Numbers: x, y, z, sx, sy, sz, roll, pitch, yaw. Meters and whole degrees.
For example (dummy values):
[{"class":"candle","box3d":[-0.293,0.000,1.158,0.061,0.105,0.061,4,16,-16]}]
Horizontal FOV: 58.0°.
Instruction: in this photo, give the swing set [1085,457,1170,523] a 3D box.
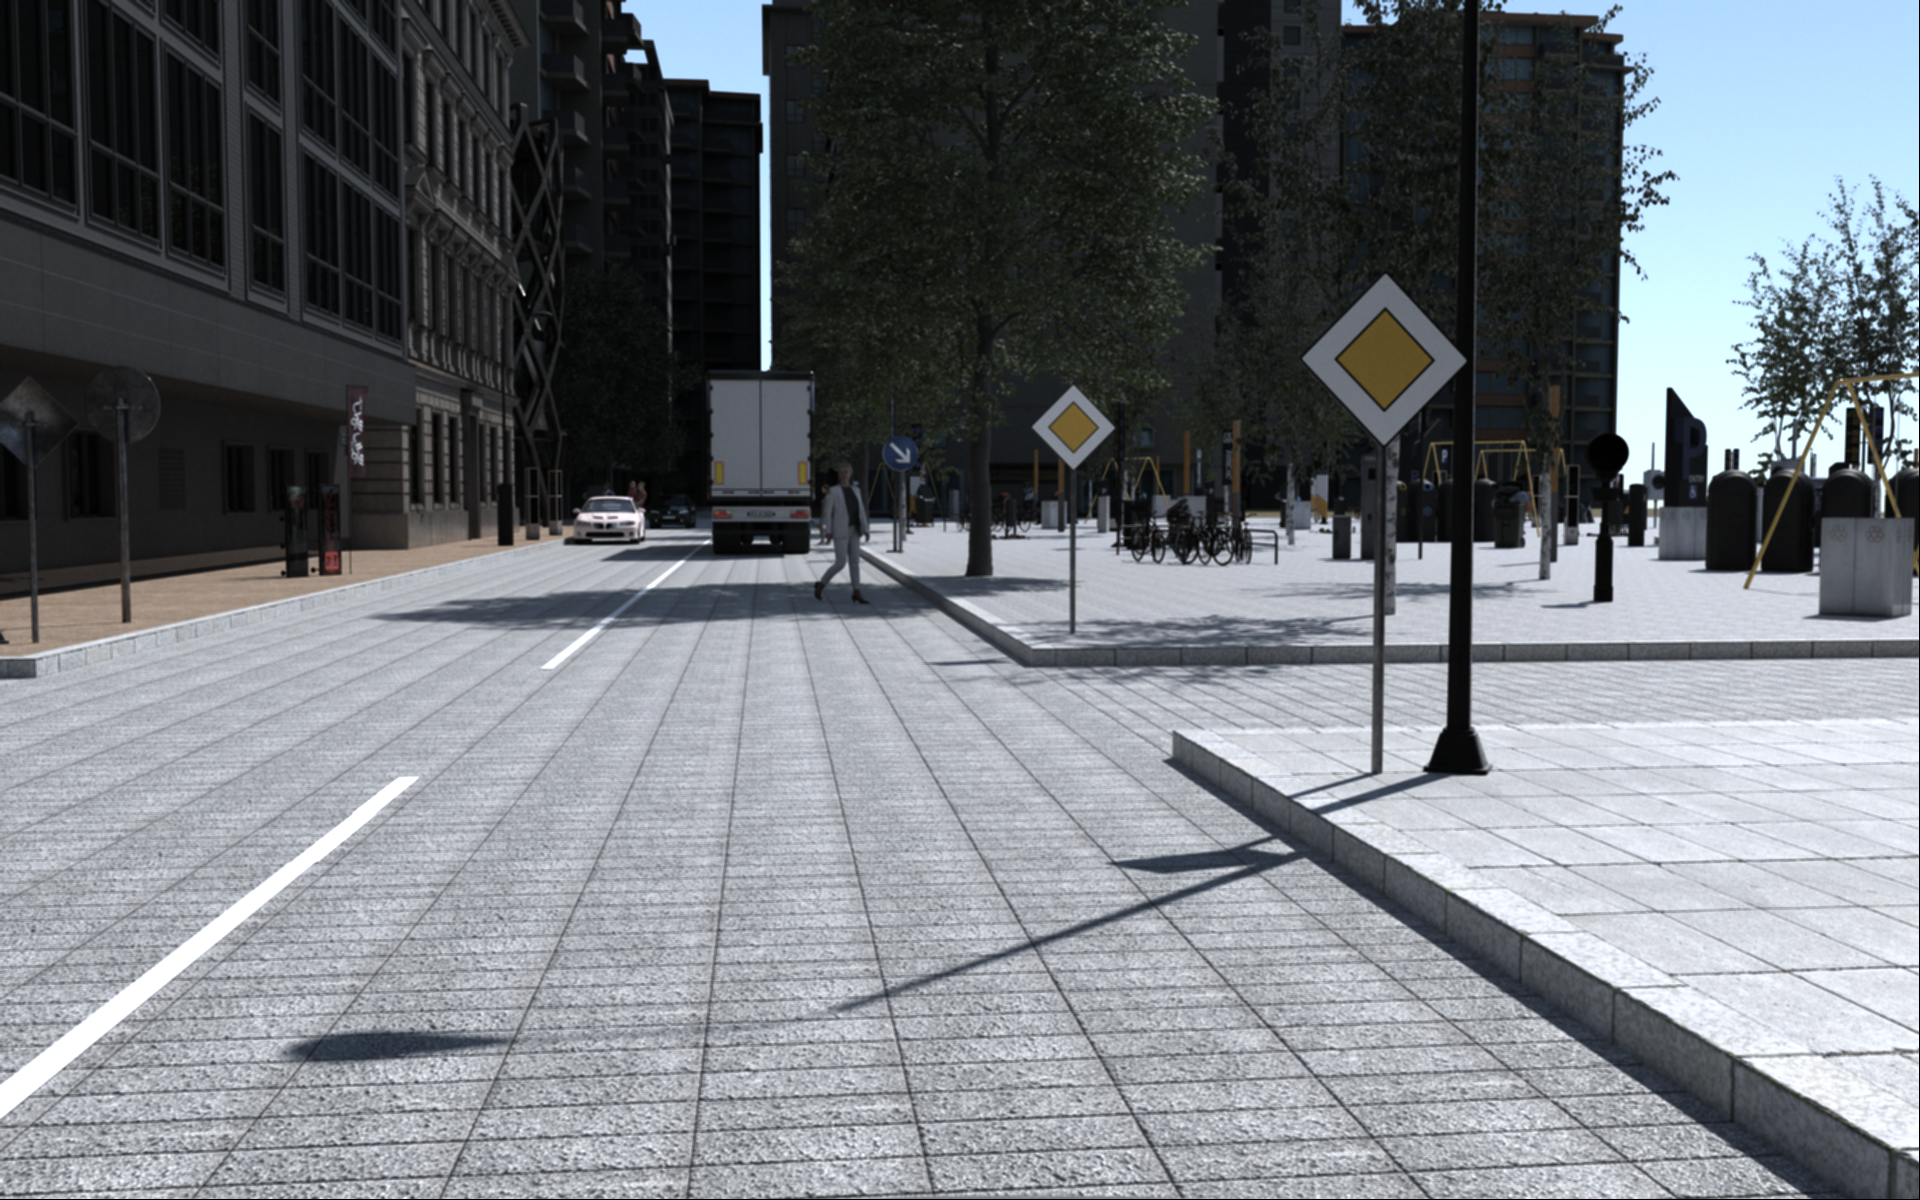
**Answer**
[{"class":"swing set","box3d":[7.417,-4.725,74.879,2.862,2.851,3.119,-2,4,-28]}]

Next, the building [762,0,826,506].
[{"class":"building","box3d":[-7.603,-36.698,189.248,27.495,52.752,28.713,0,4,-6]}]

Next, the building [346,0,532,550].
[{"class":"building","box3d":[-18.412,-11.208,47.871,10.561,19.102,19.286,0,4,-6]}]

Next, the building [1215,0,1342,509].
[{"class":"building","box3d":[21.441,-44.009,157.798,20.611,71.187,20.563,0,4,-6]}]

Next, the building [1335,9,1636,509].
[{"class":"building","box3d":[46.233,-30.908,159.973,28.867,44.769,22.147,0,4,-6]}]

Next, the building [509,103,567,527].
[{"class":"building","box3d":[-23.966,-12.178,66.557,16.820,18.784,16.811,0,4,-6]}]

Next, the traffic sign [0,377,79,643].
[{"class":"traffic sign","box3d":[-7.962,-0.686,14.859,0.795,2.450,0.064,0,4,-6]}]

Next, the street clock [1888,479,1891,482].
[{"class":"street clock","box3d":[43.567,-4.672,80.963,0.471,2.002,0.358,-3,5,-43]}]

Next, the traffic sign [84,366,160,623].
[{"class":"traffic sign","box3d":[-8.329,-1.047,17.230,0.768,2.556,0.104,0,4,3]}]

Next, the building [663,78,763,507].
[{"class":"building","box3d":[-35.206,-32.301,182.743,28.867,44.769,22.147,0,4,-6]}]

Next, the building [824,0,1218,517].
[{"class":"building","box3d":[2.778,-29.443,105.089,21.300,48.544,21.600,0,4,-6]}]

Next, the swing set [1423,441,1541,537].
[{"class":"swing set","box3d":[15.287,-3.308,51.710,3.119,2.851,2.862,3,5,39]}]

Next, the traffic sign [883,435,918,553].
[{"class":"traffic sign","box3d":[-1.295,-2.295,37.631,0.768,2.556,0.104,0,4,-3]}]

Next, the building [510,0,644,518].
[{"class":"building","box3d":[-30.320,-27.374,102.193,22.147,44.769,28.867,0,4,-6]}]

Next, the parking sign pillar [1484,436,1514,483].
[{"class":"parking sign pillar","box3d":[25.062,-5.634,80.580,1.447,3.967,1.447,-1,4,-17]}]

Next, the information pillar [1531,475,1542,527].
[{"class":"information pillar","box3d":[22.284,-3.817,66.900,0.304,2.012,0.304,2,4,35]}]

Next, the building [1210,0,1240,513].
[{"class":"building","box3d":[3.941,-33.097,130.380,28.713,52.752,27.495,0,4,-6]}]

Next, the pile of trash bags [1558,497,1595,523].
[{"class":"pile of trash bags","box3d":[26.558,-4.124,77.185,1.912,1.369,3.447,-3,5,-39]}]

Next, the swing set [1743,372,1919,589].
[{"class":"swing set","box3d":[12.282,-1.517,22.423,2.862,2.851,3.119,-1,4,-11]}]

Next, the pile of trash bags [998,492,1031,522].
[{"class":"pile of trash bags","box3d":[2.905,-4.417,81.969,1.912,1.369,3.447,-3,4,-36]}]

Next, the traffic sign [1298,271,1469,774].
[{"class":"traffic sign","box3d":[1.914,-0.260,7.901,0.795,2.450,0.064,0,4,-6]}]

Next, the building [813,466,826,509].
[{"class":"building","box3d":[-2.712,-43.778,154.019,20.563,71.187,20.611,0,4,-6]}]

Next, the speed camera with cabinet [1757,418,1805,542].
[{"class":"speed camera with cabinet","box3d":[21.452,-3.152,45.871,0.660,3.252,2.038,-1,4,-11]}]

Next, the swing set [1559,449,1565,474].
[{"class":"swing set","box3d":[19.545,-3.864,60.798,3.119,2.851,2.862,3,4,37]}]

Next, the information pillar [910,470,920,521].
[{"class":"information pillar","box3d":[-2.104,-5.508,81.403,0.504,3.616,0.183,0,4,-2]}]

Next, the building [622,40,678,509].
[{"class":"building","box3d":[-36.470,-27.814,146.643,23.993,40.220,32.217,0,4,-6]}]

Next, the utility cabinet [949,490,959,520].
[{"class":"utility cabinet","box3d":[-0.284,-4.685,85.283,0.318,1.500,1.173,-1,4,-11]}]

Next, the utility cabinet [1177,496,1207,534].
[{"class":"utility cabinet","box3d":[6.467,-2.277,48.383,0.306,1.237,1.020,3,5,42]}]

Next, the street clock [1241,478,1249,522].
[{"class":"street clock","box3d":[13.106,-4.623,80.157,0.471,2.002,0.358,1,4,18]}]

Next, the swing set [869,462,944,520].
[{"class":"swing set","box3d":[-2.683,-5.357,85.201,3.119,2.851,2.862,3,4,38]}]

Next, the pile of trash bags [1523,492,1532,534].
[{"class":"pile of trash bags","box3d":[16.768,-2.837,56.129,1.912,1.369,3.447,-1,4,-14]}]

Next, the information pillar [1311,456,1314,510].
[{"class":"information pillar","box3d":[17.866,-5.845,86.919,0.504,3.616,0.183,2,4,26]}]

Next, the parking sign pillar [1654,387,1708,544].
[{"class":"parking sign pillar","box3d":[18.507,-3.404,44.134,1.447,3.967,1.447,-3,4,-37]}]

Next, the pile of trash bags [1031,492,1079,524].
[{"class":"pile of trash bags","box3d":[4.255,-4.048,75.943,1.912,1.369,3.447,0,4,4]}]

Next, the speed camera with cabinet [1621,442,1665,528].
[{"class":"speed camera with cabinet","box3d":[25.790,-4.374,65.857,2.038,3.252,0.660,-1,4,-8]}]

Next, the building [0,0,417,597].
[{"class":"building","box3d":[-17.857,-14.215,25.924,14.314,27.812,24.014,0,4,-6]}]

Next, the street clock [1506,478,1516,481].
[{"class":"street clock","box3d":[25.222,-4.571,79.301,0.471,2.002,0.358,-2,4,-32]}]

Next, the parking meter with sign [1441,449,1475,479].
[{"class":"parking meter with sign","box3d":[19.582,-4.337,67.171,1.738,3.016,0.543,-1,4,-11]}]

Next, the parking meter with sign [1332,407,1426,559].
[{"class":"parking meter with sign","box3d":[8.242,-2.316,34.130,1.738,3.016,0.543,1,4,11]}]

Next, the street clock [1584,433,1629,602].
[{"class":"street clock","box3d":[7.704,-0.986,20.687,0.471,2.002,0.358,1,4,10]}]

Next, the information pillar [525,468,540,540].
[{"class":"information pillar","box3d":[-11.963,-2.688,48.437,0.304,2.012,0.304,-2,4,-34]}]

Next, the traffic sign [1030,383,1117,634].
[{"class":"traffic sign","box3d":[1.029,-0.746,15.838,0.795,2.450,0.064,0,4,-6]}]

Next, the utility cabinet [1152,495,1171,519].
[{"class":"utility cabinet","box3d":[10.544,-4.867,90.743,1.020,1.237,0.306,-2,4,-31]}]

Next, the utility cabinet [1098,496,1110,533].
[{"class":"utility cabinet","box3d":[4.751,-2.822,57.299,0.306,1.237,1.020,1,4,11]}]

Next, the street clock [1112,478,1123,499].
[{"class":"street clock","box3d":[7.053,-4.465,77.568,0.471,2.002,0.358,0,4,8]}]

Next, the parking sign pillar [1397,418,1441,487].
[{"class":"parking sign pillar","box3d":[16.497,-4.462,61.423,1.447,3.967,1.447,-3,5,-42]}]

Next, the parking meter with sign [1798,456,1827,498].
[{"class":"parking meter with sign","box3d":[39.224,-5.065,79.081,1.738,3.016,0.543,0,4,7]}]
